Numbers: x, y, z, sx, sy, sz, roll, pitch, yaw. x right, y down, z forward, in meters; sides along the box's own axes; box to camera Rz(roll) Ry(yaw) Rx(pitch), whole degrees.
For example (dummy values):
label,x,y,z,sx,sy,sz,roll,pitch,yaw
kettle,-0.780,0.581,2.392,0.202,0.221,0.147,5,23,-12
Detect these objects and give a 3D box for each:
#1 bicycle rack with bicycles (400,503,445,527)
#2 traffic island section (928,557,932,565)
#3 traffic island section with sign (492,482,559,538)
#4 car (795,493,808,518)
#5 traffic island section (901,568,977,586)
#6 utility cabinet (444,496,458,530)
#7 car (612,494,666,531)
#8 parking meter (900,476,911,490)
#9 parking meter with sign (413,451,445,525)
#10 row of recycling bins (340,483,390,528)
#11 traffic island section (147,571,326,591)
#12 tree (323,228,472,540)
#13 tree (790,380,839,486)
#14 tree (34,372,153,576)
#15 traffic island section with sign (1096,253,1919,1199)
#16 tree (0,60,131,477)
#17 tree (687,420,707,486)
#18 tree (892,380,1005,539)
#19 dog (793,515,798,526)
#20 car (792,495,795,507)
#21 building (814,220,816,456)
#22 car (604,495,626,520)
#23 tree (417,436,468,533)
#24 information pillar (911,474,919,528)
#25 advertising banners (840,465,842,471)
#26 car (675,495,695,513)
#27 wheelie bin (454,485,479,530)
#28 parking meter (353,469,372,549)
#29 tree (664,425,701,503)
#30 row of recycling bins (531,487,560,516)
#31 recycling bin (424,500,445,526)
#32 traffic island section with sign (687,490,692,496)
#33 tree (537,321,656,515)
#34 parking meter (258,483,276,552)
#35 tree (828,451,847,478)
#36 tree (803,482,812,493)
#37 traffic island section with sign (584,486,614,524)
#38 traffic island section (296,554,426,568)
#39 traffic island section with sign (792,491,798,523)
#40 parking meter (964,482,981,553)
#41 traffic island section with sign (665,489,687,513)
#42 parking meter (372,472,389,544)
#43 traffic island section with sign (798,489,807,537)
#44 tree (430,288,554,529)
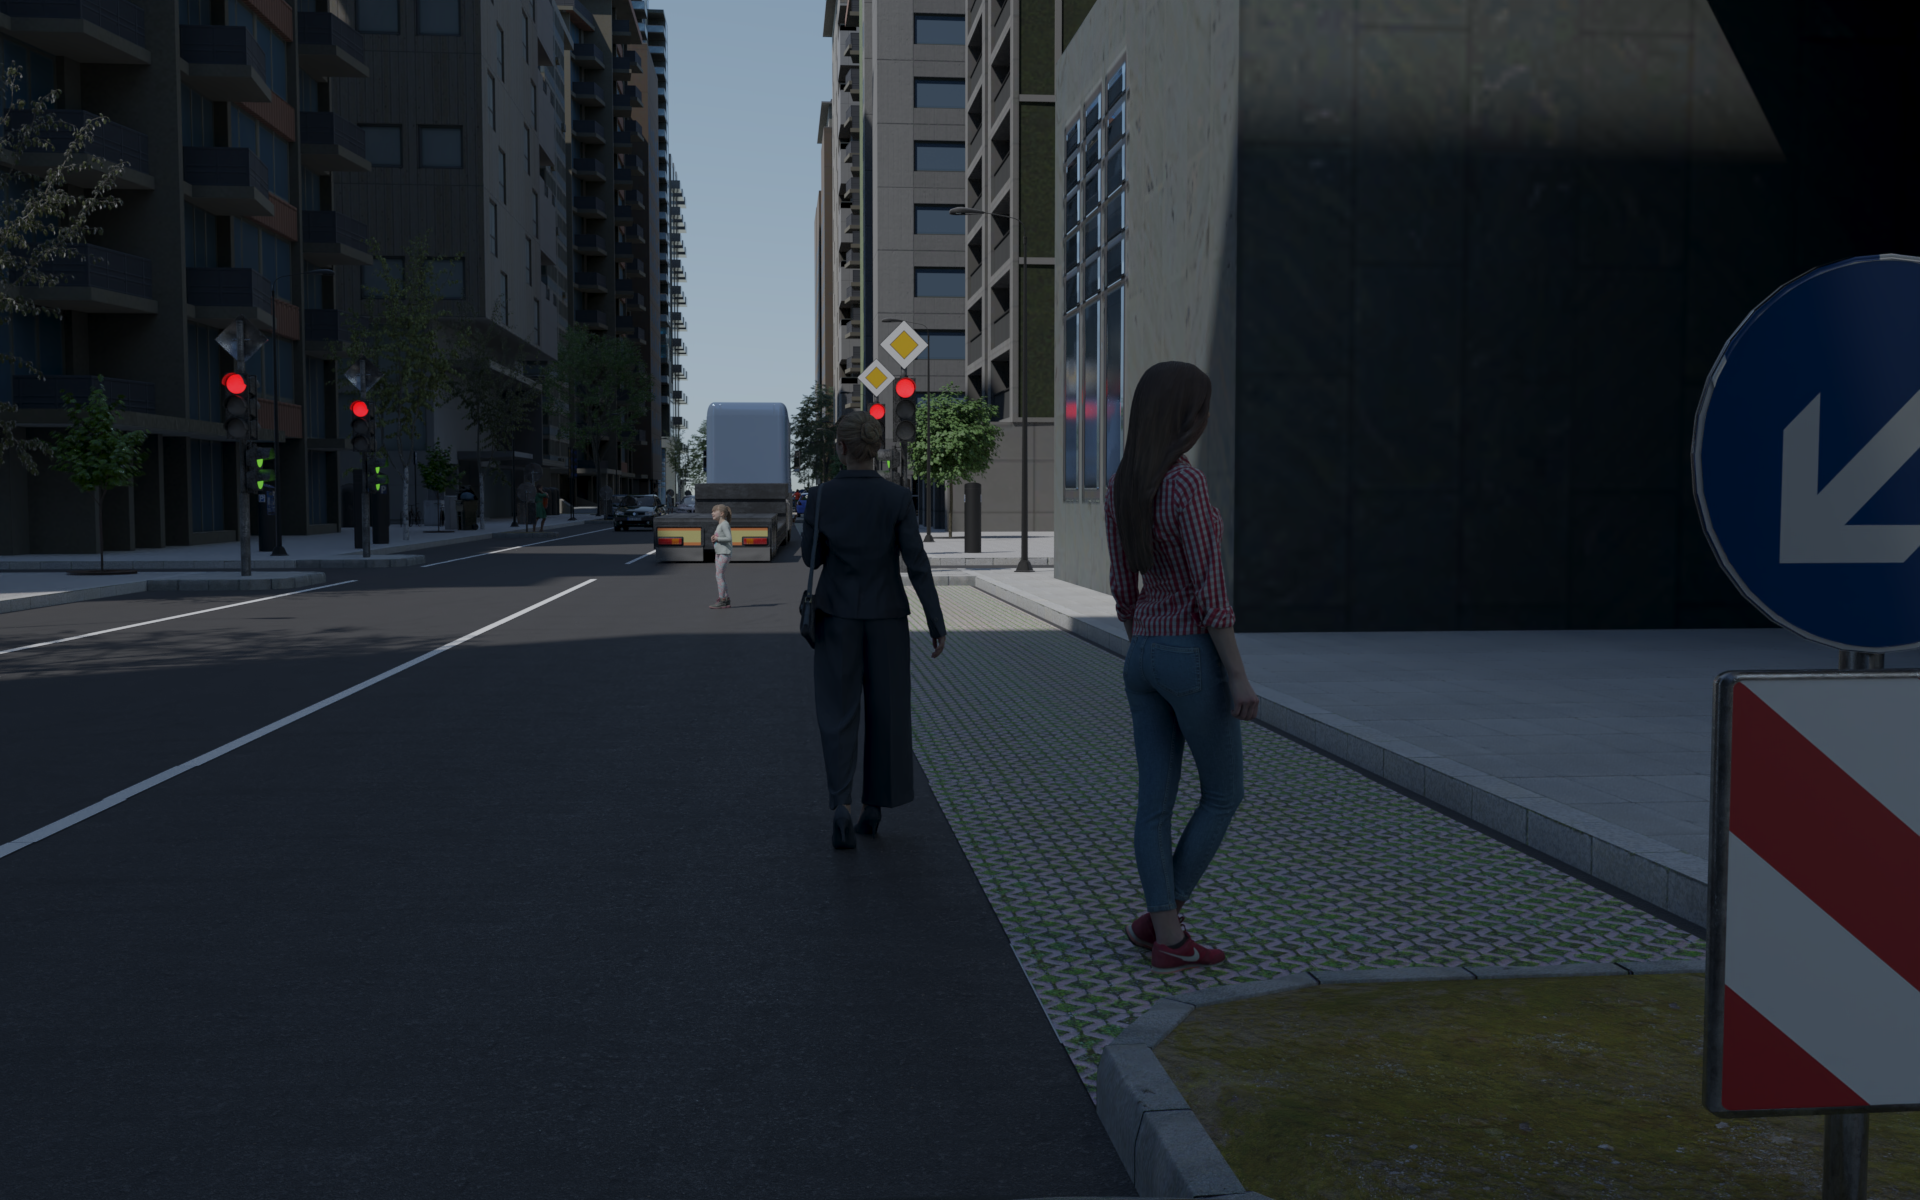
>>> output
label,x,y,z,sx,sy,sz,roll,pitch,yaw
bicycle rack with bicycles,-20.673,-3.335,67.906,2.852,0.926,2.925,0,4,-6
traffic island section,-1.715,-0.851,36.193,2.009,0.180,2.903,0,4,-6
traffic island section with sign,-14.410,-2.995,57.591,1.989,1.847,2.006,0,4,-6
car,-9.197,-5.930,106.548,1.945,1.707,3.694,0,4,-5
traffic island section,-0.884,-0.365,28.251,2.009,0.180,2.903,0,4,-6
utility cabinet,-18.228,-3.161,62.838,0.306,1.237,1.020,2,4,28
car,-12.574,-3.565,68.077,2.009,1.686,4.222,0,4,-4
parking meter,-1.844,-3.170,57.546,0.255,1.863,0.399,3,4,39
parking meter with sign,-21.428,-4.566,70.914,1.738,3.016,0.543,-1,4,-13
row of recycling bins,-23.294,-3.703,67.662,1.069,1.692,3.534,0,4,4
traffic island section,-11.220,-0.300,27.179,2.009,0.180,2.903,0,4,-6
tree,-15.557,-5.988,48.265,4.737,8.622,4.395,0,3,0
tree,-15.093,-17.645,195.150,9.857,13.997,8.962,0,3,0
tree,-13.644,-2.017,27.580,1.663,3.219,1.824,0,3,0
traffic island section with sign,1.349,0.305,3.645,1.989,1.847,2.006,0,4,-6
tree,-13.187,-4.380,21.978,4.360,8.622,3.978,0,3,0
tree,-37.639,-21.046,262.229,7.486,12.596,7.792,0,3,0
tree,-0.348,-4.059,50.078,4.285,4.588,4.351,0,3,0
dog,-7.612,-3.591,77.998,0.540,0.507,0.406,-2,4,-29
car,-16.156,-9.856,173.142,2.014,1.417,4.499,0,4,-7
building,-13.443,-36.632,249.051,14.600,45.320,14.200,0,4,-6
car,-17.608,-4.806,90.579,2.014,1.417,4.499,0,4,-7
tree,-17.291,-3.866,57.817,1.663,3.219,1.824,0,3,0
information pillar,-1.680,-3.700,64.984,0.304,2.012,0.304,0,4,-1
advertising banners,-6.949,-6.551,103.302,0.090,3.025,2.074,1,4,9
car,-14.183,-4.929,92.945,2.083,1.381,4.827,0,4,-5
wheelie bin,-17.487,-3.271,61.396,0.693,1.594,0.980,-3,5,-44
parking meter,-14.092,-2.142,40.735,0.255,1.863,0.399,0,4,-6
tree,-29.912,-14.371,185.333,4.737,8.622,4.395,0,3,0
row of recycling bins,-24.880,-5.933,104.118,1.069,1.692,3.534,0,4,5
recycling bin,-21.203,-3.512,69.972,0.722,1.027,0.722,0,4,0
traffic island section with sign,-25.279,-9.347,161.449,1.989,1.847,2.006,0,4,-6
tree,-22.121,-10.983,105.331,9.928,11.665,9.643,0,3,0
parking meter,-15.452,-1.848,38.620,0.372,1.533,0.369,0,3,0
tree,-7.056,-7.987,114.298,4.285,4.588,4.351,0,3,0
tree,-20.451,-14.618,233.606,1.663,3.219,1.824,0,3,0
traffic island section with sign,-17.212,-4.634,84.400,1.989,1.847,2.006,0,4,-6
traffic island section,-12.051,-0.785,35.121,2.009,0.180,2.903,0,4,-6
traffic island section with sign,-7.205,-4.701,85.484,1.989,1.847,2.006,0,4,-6
parking meter,0.279,-1.790,37.684,0.372,1.533,0.369,0,3,0
traffic island section with sign,-22.465,-7.707,134.640,1.989,1.847,2.006,0,4,-6
parking meter,-14.898,-2.374,44.524,0.255,1.863,0.399,2,4,27
traffic island section with sign,-4.370,-3.041,58.349,1.989,1.847,2.006,0,4,-6
tree,-17.096,-6.865,62.603,4.360,8.622,3.978,0,3,0
